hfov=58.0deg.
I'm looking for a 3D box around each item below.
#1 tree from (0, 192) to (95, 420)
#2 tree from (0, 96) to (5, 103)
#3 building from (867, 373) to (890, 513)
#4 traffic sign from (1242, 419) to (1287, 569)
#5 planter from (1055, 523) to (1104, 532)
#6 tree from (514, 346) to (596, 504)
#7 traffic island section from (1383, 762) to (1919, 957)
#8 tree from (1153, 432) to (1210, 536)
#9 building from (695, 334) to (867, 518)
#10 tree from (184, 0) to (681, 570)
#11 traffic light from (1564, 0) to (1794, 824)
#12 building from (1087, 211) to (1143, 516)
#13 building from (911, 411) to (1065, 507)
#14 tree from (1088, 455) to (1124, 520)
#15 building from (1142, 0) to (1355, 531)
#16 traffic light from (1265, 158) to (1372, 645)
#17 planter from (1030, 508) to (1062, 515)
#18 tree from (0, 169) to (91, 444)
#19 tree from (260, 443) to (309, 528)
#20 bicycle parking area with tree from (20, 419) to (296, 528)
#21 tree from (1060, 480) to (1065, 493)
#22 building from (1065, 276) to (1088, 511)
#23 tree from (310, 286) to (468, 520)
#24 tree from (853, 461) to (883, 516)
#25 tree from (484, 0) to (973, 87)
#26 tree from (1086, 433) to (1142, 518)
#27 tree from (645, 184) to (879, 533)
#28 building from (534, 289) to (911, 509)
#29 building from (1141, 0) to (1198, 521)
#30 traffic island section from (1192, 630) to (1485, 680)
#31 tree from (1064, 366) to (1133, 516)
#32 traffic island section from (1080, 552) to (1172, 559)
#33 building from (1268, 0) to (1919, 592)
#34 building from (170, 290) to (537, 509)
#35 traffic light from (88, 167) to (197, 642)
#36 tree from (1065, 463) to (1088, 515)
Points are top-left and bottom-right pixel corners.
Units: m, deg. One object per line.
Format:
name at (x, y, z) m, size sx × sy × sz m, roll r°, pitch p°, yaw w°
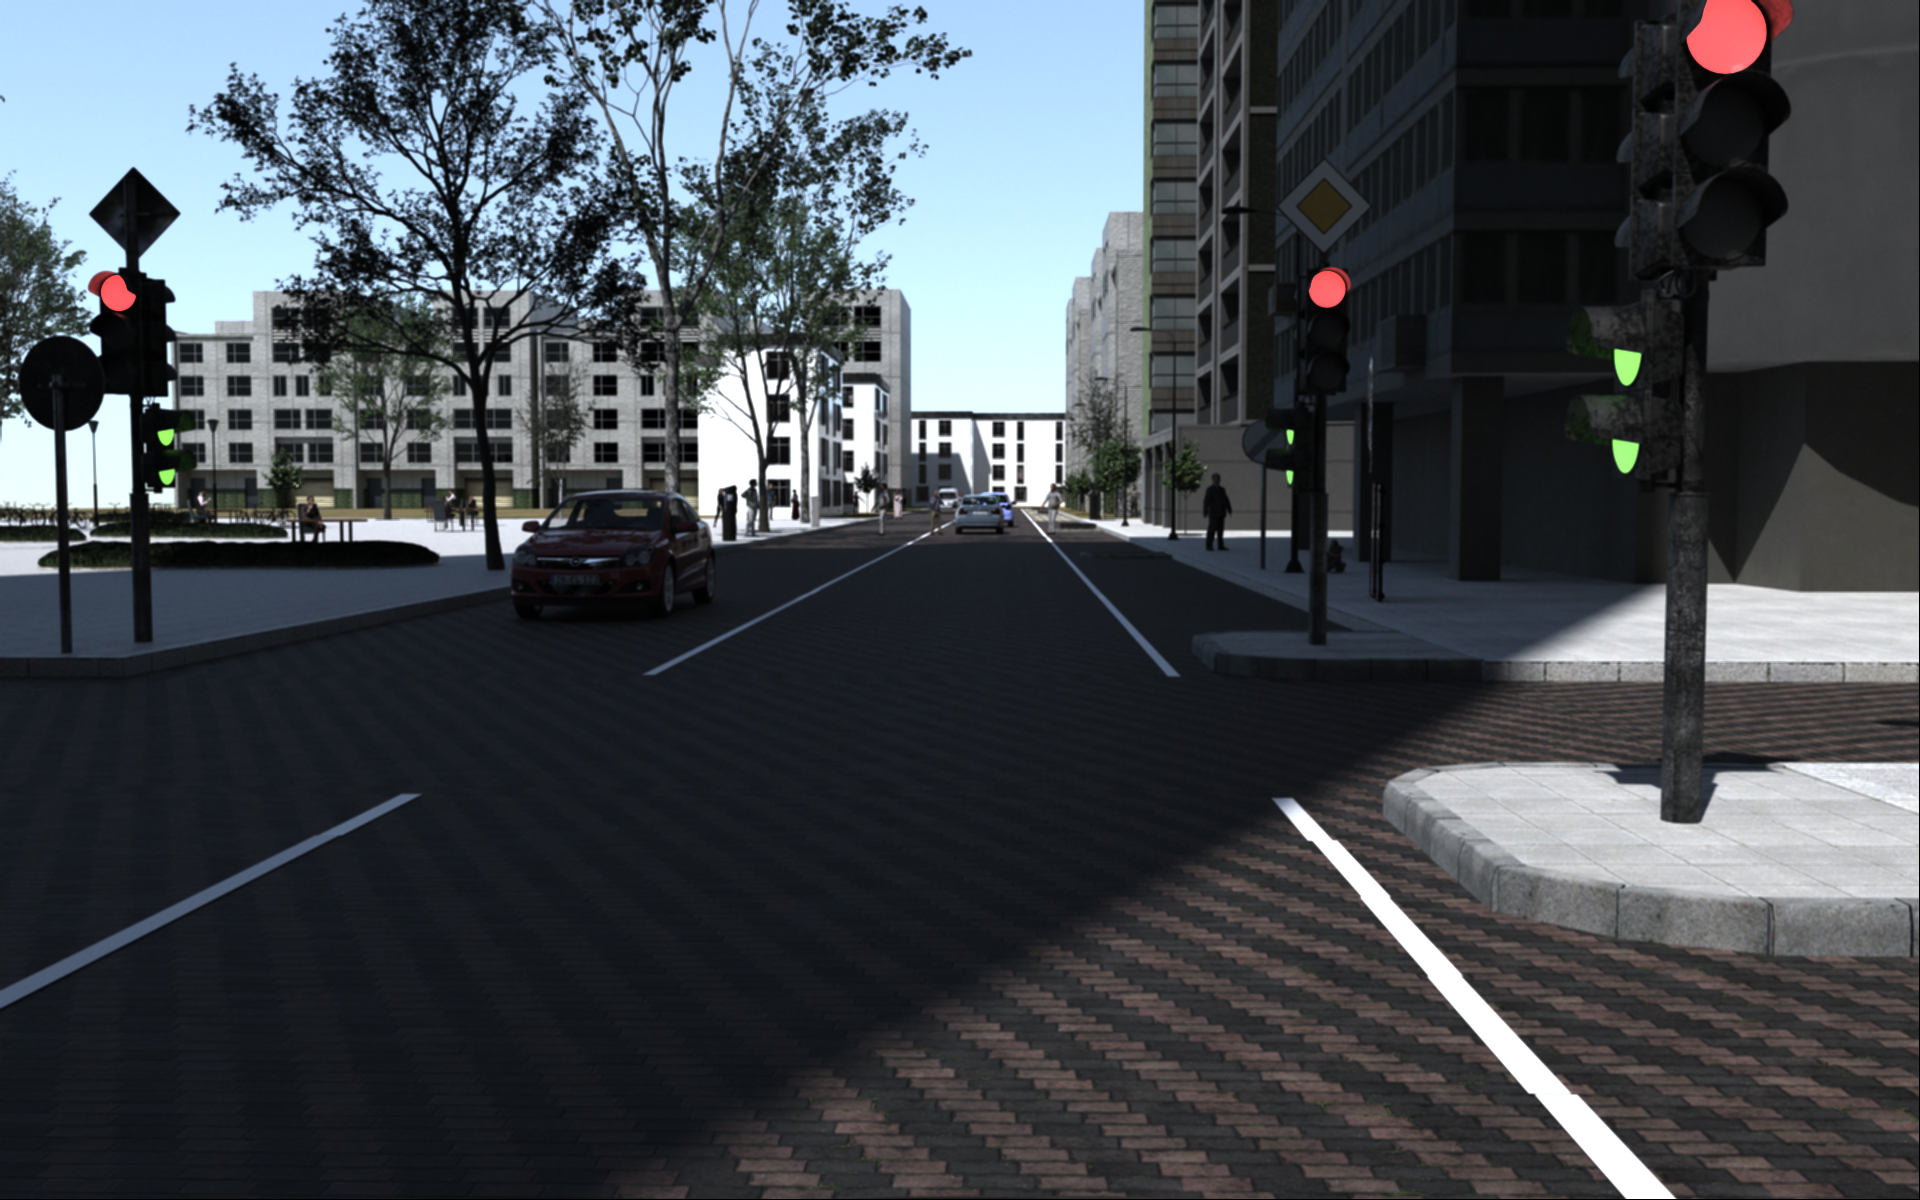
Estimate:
tree at (-32.831, -8.093, 58.070) m, size 9.928 × 11.665 × 9.643 m, roll 0°, pitch 3°, yaw 0°
tree at (-13.102, -4.221, 19.373) m, size 4.737 × 8.622 × 4.395 m, roll 0°, pitch 3°, yaw 0°
building at (-9.974, -11.743, 134.149) m, size 9.099 × 9.664 × 28.070 m, roll 0°, pitch 4°, yaw 2°
traffic sign at (5.175, -1.799, 29.513) m, size 0.768 × 2.556 × 0.104 m, roll 0°, pitch 4°, yaw 3°
planter at (4.487, -2.767, 66.373) m, size 1.991 × 0.319 × 1.994 m, roll 0°, pitch 4°, yaw 2°
tree at (-20.052, -8.327, 86.506) m, size 4.360 × 8.622 × 3.978 m, roll 0°, pitch 3°, yaw 0°
traffic island section at (2.855, 0.946, 6.808) m, size 2.009 × 0.180 × 2.903 m, roll 0°, pitch 4°, yaw 2°
tree at (7.021, -3.621, 53.797) m, size 1.663 × 3.219 × 1.824 m, roll 0°, pitch 3°, yaw 0°
building at (-11.492, -9.948, 104.794) m, size 9.099 × 9.664 × 28.070 m, roll 0°, pitch 4°, yaw 2°
tree at (-8.210, -5.797, 29.198) m, size 7.601 × 10.594 × 8.767 m, roll 1°, pitch 4°, yaw 14°
traffic light at (2.815, -1.087, 6.695) m, size 0.839 × 4.253 × 0.868 m, roll 0°, pitch 4°, yaw 2°
building at (17.930, -15.316, 116.879) m, size 16.747 × 18.905 × 31.486 m, roll 0°, pitch 4°, yaw 2°
building at (1.297, -14.533, 179.766) m, size 28.070 × 9.664 × 9.099 m, roll 0°, pitch 4°, yaw 2°
tree at (7.233, -5.499, 84.514) m, size 1.663 × 3.219 × 1.824 m, roll 0°, pitch 3°, yaw 0°
building at (17.919, -38.207, 62.942) m, size 20.563 × 71.187 × 20.611 m, roll 0°, pitch 4°, yaw 2°
traffic light at (3.034, -1.575, 14.677) m, size 0.839 × 4.253 × 0.868 m, roll 0°, pitch 4°, yaw 2°
planter at (5.874, -5.836, 116.566) m, size 1.991 × 0.319 × 1.994 m, roll 0°, pitch 4°, yaw 2°
tree at (-22.288, -5.470, 39.795) m, size 4.360 × 8.622 × 3.978 m, roll 0°, pitch 3°, yaw 0°
tree at (-25.643, -4.326, 65.332) m, size 1.663 × 3.219 × 1.824 m, roll 0°, pitch 3°, yaw 0°
bicycle parking area with tree at (-31.202, -4.914, 67.343) m, size 8.231 × 4.147 × 9.016 m, roll 2°, pitch 4°, yaw 24°
tree at (8.236, -8.245, 129.405) m, size 1.663 × 3.219 × 1.824 m, roll 0°, pitch 3°, yaw 0°
building at (17.977, -17.291, 149.159) m, size 16.747 × 18.905 × 31.486 m, roll 0°, pitch 4°, yaw 2°
tree at (-28.417, -9.794, 85.892) m, size 9.928 × 11.665 × 9.643 m, roll 0°, pitch 3°, yaw 0°
tree at (-5.652, -6.647, 103.279) m, size 1.663 × 3.219 × 1.824 m, roll 0°, pitch 3°, yaw 0°
tree at (-5.969, -11.463, 43.316) m, size 12.611 × 20.169 × 13.585 m, roll 0°, pitch 3°, yaw 0°
tree at (8.426, -6.734, 93.815) m, size 4.285 × 4.588 × 4.351 m, roll 0°, pitch 3°, yaw 0°
tree at (-6.540, -8.064, 57.602) m, size 9.928 × 11.665 × 9.643 m, roll 0°, pitch 3°, yaw 0°
building at (-20.641, -17.843, 158.191) m, size 31.486 × 18.905 × 16.747 m, roll 0°, pitch 4°, yaw 2°
building at (15.620, -24.370, 82.041) m, size 14.154 × 41.232 × 14.086 m, roll 0°, pitch 4°, yaw 2°
traffic island section at (3.074, 0.458, 14.790) m, size 2.009 × 0.180 × 2.903 m, roll 0°, pitch 4°, yaw 2°
tree at (8.092, -9.085, 98.907) m, size 4.360 × 8.622 × 3.978 m, roll 0°, pitch 3°, yaw 0°
traffic island section at (3.751, -1.014, 39.445) m, size 1.991 × 0.108 × 1.994 m, roll 0°, pitch 4°, yaw 2°
building at (18.700, -20.662, 29.711) m, size 23.993 × 40.220 × 32.217 m, roll 0°, pitch 4°, yaw 2°
building at (-52.736, -17.888, 158.921) m, size 31.486 × 18.905 × 16.747 m, roll 0°, pitch 4°, yaw 2°
traffic light at (-7.084, -1.591, 14.938) m, size 0.839 × 4.253 × 0.868 m, roll 0°, pitch 4°, yaw 2°
tree at (7.710, -6.953, 108.275) m, size 1.663 × 3.219 × 1.824 m, roll 0°, pitch 3°, yaw 0°
